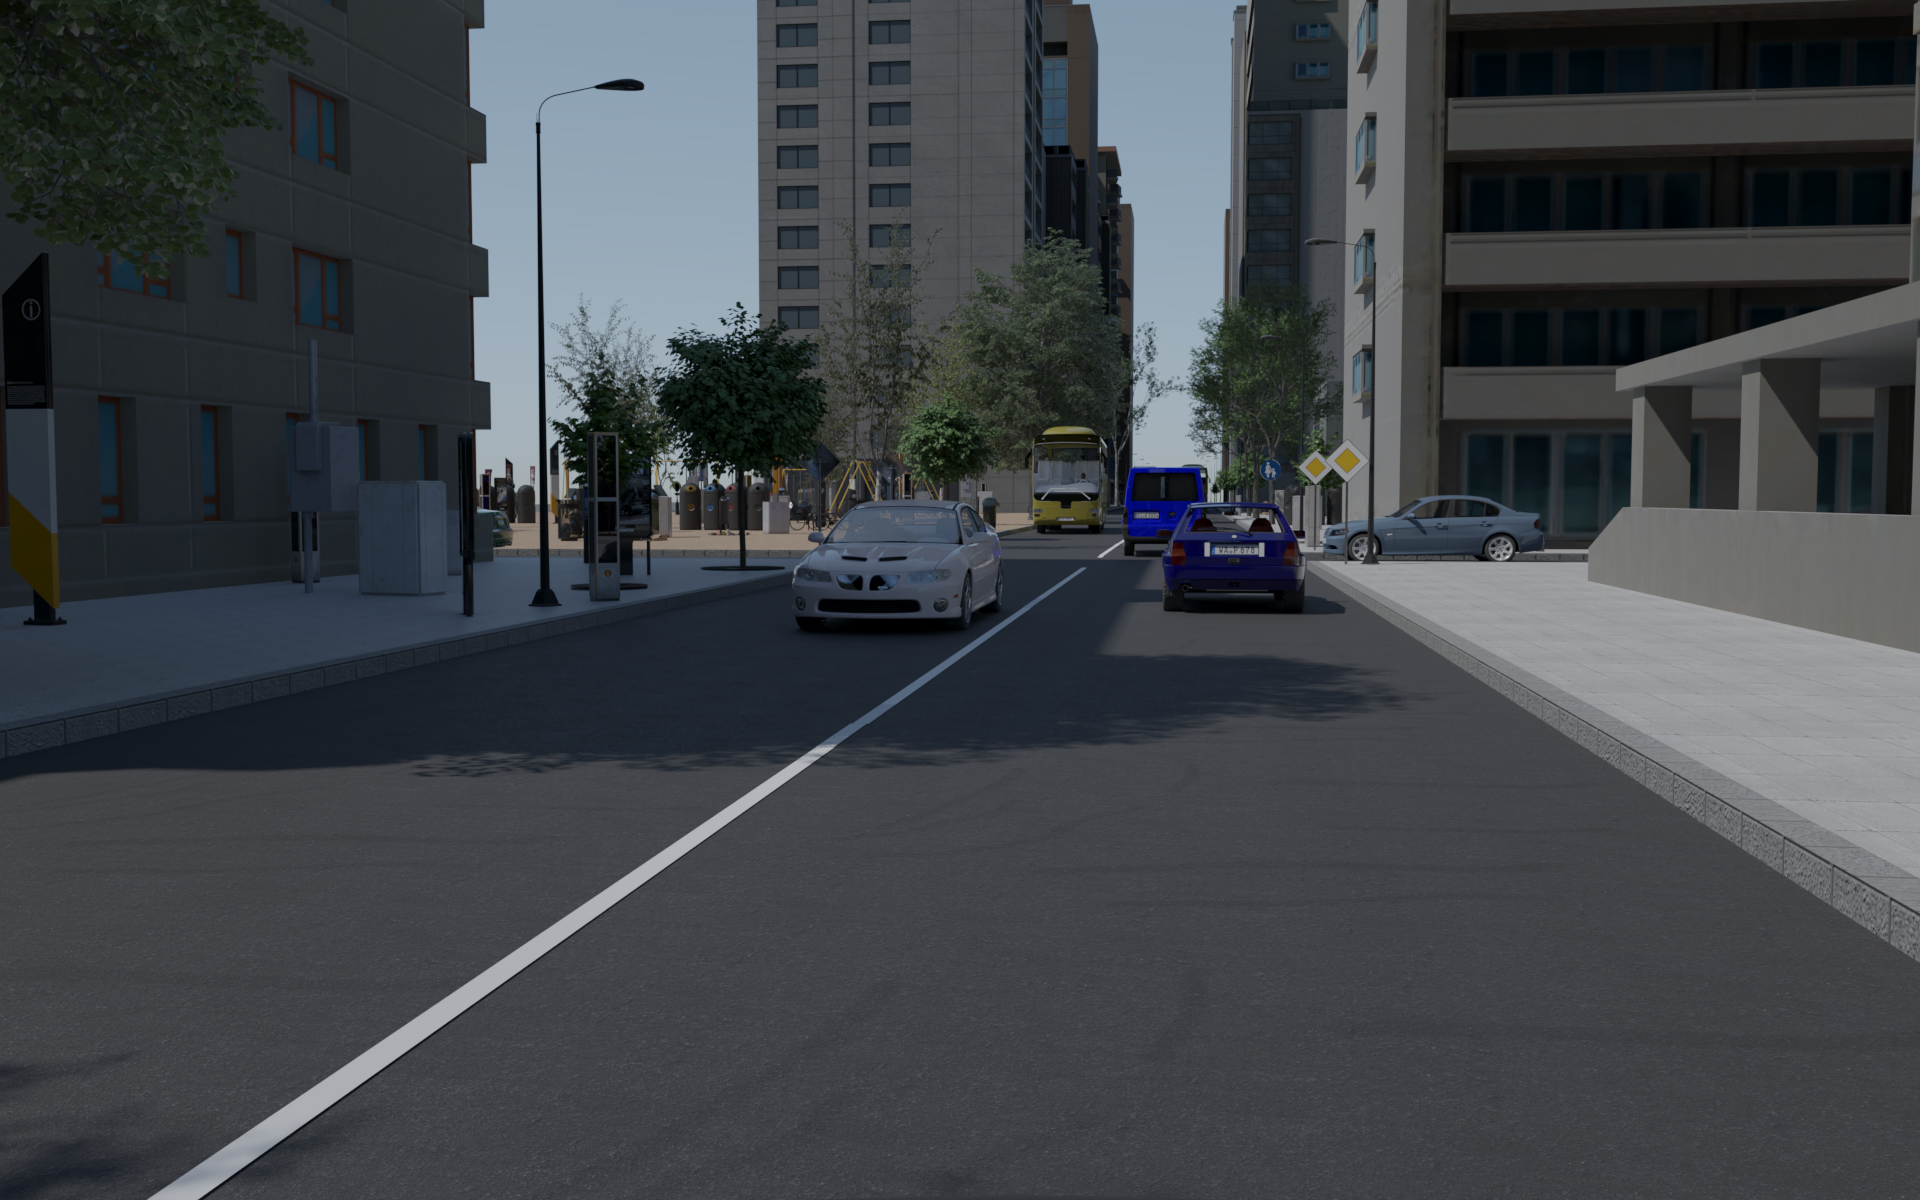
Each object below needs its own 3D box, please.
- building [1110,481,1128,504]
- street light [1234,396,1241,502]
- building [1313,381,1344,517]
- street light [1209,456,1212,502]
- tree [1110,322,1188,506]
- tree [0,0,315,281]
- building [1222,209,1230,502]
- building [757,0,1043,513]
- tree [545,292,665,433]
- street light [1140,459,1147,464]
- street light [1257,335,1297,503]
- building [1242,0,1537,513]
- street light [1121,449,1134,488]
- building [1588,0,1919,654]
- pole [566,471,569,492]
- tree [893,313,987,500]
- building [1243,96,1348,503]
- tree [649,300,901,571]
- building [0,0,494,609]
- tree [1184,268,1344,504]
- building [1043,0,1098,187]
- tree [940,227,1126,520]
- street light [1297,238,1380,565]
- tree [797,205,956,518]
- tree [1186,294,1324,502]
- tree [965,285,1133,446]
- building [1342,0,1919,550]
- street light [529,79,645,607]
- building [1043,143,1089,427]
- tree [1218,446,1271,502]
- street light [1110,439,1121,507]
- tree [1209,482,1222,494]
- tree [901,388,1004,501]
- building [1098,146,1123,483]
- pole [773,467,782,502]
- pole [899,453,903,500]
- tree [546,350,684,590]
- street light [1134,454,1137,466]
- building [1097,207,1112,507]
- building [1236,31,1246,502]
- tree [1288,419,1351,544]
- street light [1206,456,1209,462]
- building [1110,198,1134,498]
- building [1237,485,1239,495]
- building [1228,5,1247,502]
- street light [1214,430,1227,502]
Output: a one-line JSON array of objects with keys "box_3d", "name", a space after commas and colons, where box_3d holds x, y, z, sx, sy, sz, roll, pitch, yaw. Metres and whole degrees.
[{"box_3d": [7.680, -33.639, 241.885, 32.217, 40.220, 23.993, 0, 4, 8], "name": "building"}, {"box_3d": [13.610, -6.701, 82.104, 1.470, 5.913, 1.316, 0, 4, 8], "name": "street light"}, {"box_3d": [31.262, -47.537, 89.900, 22.319, 86.520, 31.000, 0, 4, 8], "name": "building"}, {"box_3d": [23.581, -11.283, 157.017, 1.470, 5.913, 1.316, 0, 4, 8], "name": "street light"}, {"box_3d": [18.485, -20.413, 189.649, 12.611, 20.169, 13.585, 0, 3, 0], "name": "tree"}, {"box_3d": [-6.381, -5.654, 10.567, 7.486, 12.596, 7.792, 0, 3, 0], "name": "tree"}, {"box_3d": [46.952, -37.477, 262.858, 14.600, 45.320, 14.200, 0, 4, 8], "name": "building"}, {"box_3d": [-2.305, -42.065, 126.013, 20.563, 71.187, 20.611, 0, 4, 8], "name": "building"}, {"box_3d": [-13.292, -6.967, 64.267, 4.360, 8.622, 3.978, 0, 3, 0], "name": "tree"}, {"box_3d": [23.698, -15.750, 230.057, 1.470, 5.913, 1.316, 0, 4, 8], "name": "street light"}, {"box_3d": [9.481, -4.783, 50.737, 1.470, 5.913, 1.316, 0, 4, 8], "name": "street light"}, {"box_3d": [35.140, -31.968, 146.381, 21.300, 48.544, 21.600, 0, 4, 8], "name": "building"}, {"box_3d": [16.920, -12.586, 178.320, 1.470, 5.913, 1.316, 0, 4, 8], "name": "street light"}, {"box_3d": [24.317, -19.784, 15.347, 32.217, 40.220, 23.993, 0, 4, 8], "name": "building"}, {"box_3d": [-22.570, -6.469, 99.604, 0.158, 3.312, 0.155, 0, 3, 0], "name": "pole"}, {"box_3d": [-0.809, -7.373, 70.909, 4.737, 8.622, 4.395, 0, 3, 0], "name": "tree"}, {"box_3d": [28.384, -21.905, 129.852, 14.160, 30.474, 14.107, 0, 4, 8], "name": "building"}, {"box_3d": [-3.703, -2.804, 29.557, 4.285, 4.588, 4.351, 0, 3, 0], "name": "tree"}, {"box_3d": [-25.064, -10.742, 20.678, 28.899, 21.520, 27.650, 0, 4, 8], "name": "building"}, {"box_3d": [12.882, -8.438, 72.374, 8.767, 10.594, 7.601, 3, 5, 45], "name": "tree"}, {"box_3d": [5.231, -31.056, 157.874, 14.600, 45.320, 14.200, 0, 4, 8], "name": "building"}, {"box_3d": [3.684, -10.891, 84.720, 9.857, 13.997, 8.962, 0, 3, 0], "name": "tree"}, {"box_3d": [6.961, -3.608, 31.536, 1.470, 5.913, 1.316, 0, 4, 8], "name": "street light"}, {"box_3d": [-2.126, -5.780, 44.857, 4.360, 8.622, 3.978, 0, 3, 0], "name": "tree"}, {"box_3d": [15.404, -10.087, 90.672, 9.928, 11.665, 9.643, 0, 3, 0], "name": "tree"}, {"box_3d": [4.844, -11.448, 97.545, 12.009, 13.543, 11.850, 0, 3, 0], "name": "tree"}, {"box_3d": [21.836, -25.906, 47.267, 21.600, 48.544, 21.300, 0, 4, 8], "name": "building"}, {"box_3d": [-4.219, -2.878, 19.597, 1.470, 5.913, 1.316, 0, 4, 8], "name": "street light"}, {"box_3d": [3.264, -22.770, 143.996, 14.160, 30.474, 14.107, 0, 4, 8], "name": "building"}, {"box_3d": [20.001, -8.252, 118.639, 4.285, 4.588, 4.351, 0, 3, 0], "name": "tree"}, {"box_3d": [12.708, -10.683, 147.202, 1.470, 5.913, 1.316, 0, 4, 8], "name": "street light"}, {"box_3d": [35.662, -15.182, 242.828, 1.663, 3.219, 1.824, 0, 3, 0], "name": "tree"}, {"box_3d": [-0.455, -4.275, 53.609, 4.285, 4.588, 4.351, 0, 3, 0], "name": "tree"}, {"box_3d": [8.636, -34.242, 214.472, 22.147, 44.769, 28.867, 0, 4, 8], "name": "building"}, {"box_3d": [-6.131, -3.902, 57.634, 0.158, 3.312, 0.155, 0, 3, 0], "name": "pole"}, {"box_3d": [-2.864, -5.511, 83.954, 0.158, 3.312, 0.155, 0, 3, 0], "name": "pole"}, {"box_3d": [-4.878, -1.768, 23.501, 1.663, 3.219, 1.824, 0, 3, 0], "name": "tree"}, {"box_3d": [19.641, -13.845, 198.903, 1.470, 5.913, 1.316, 0, 4, 8], "name": "street light"}, {"box_3d": [7.671, -24.499, 172.255, 14.160, 30.474, 14.107, 0, 4, 8], "name": "building"}, {"box_3d": [33.627, -31.474, 164.704, 14.600, 45.320, 14.200, 0, 4, 8], "name": "building"}, {"box_3d": [9.283, -3.070, 44.795, 1.663, 3.219, 1.824, 0, 3, 0], "name": "tree"}, {"box_3d": [30.621, -14.540, 210.275, 1.470, 5.913, 1.316, 0, 4, 8], "name": "street light"}, {"box_3d": [18.890, -37.308, 260.088, 14.600, 45.320, 14.200, 0, 4, 8], "name": "building"}, {"box_3d": [35.808, -30.287, 178.780, 14.154, 41.232, 14.086, 0, 4, 8], "name": "building"}, {"box_3d": [43.422, -40.903, 210.769, 21.231, 58.520, 28.212, 0, 4, 8], "name": "building"}, {"box_3d": [19.478, -9.394, 126.129, 1.470, 5.913, 1.316, 0, 4, 8], "name": "street light"}]
